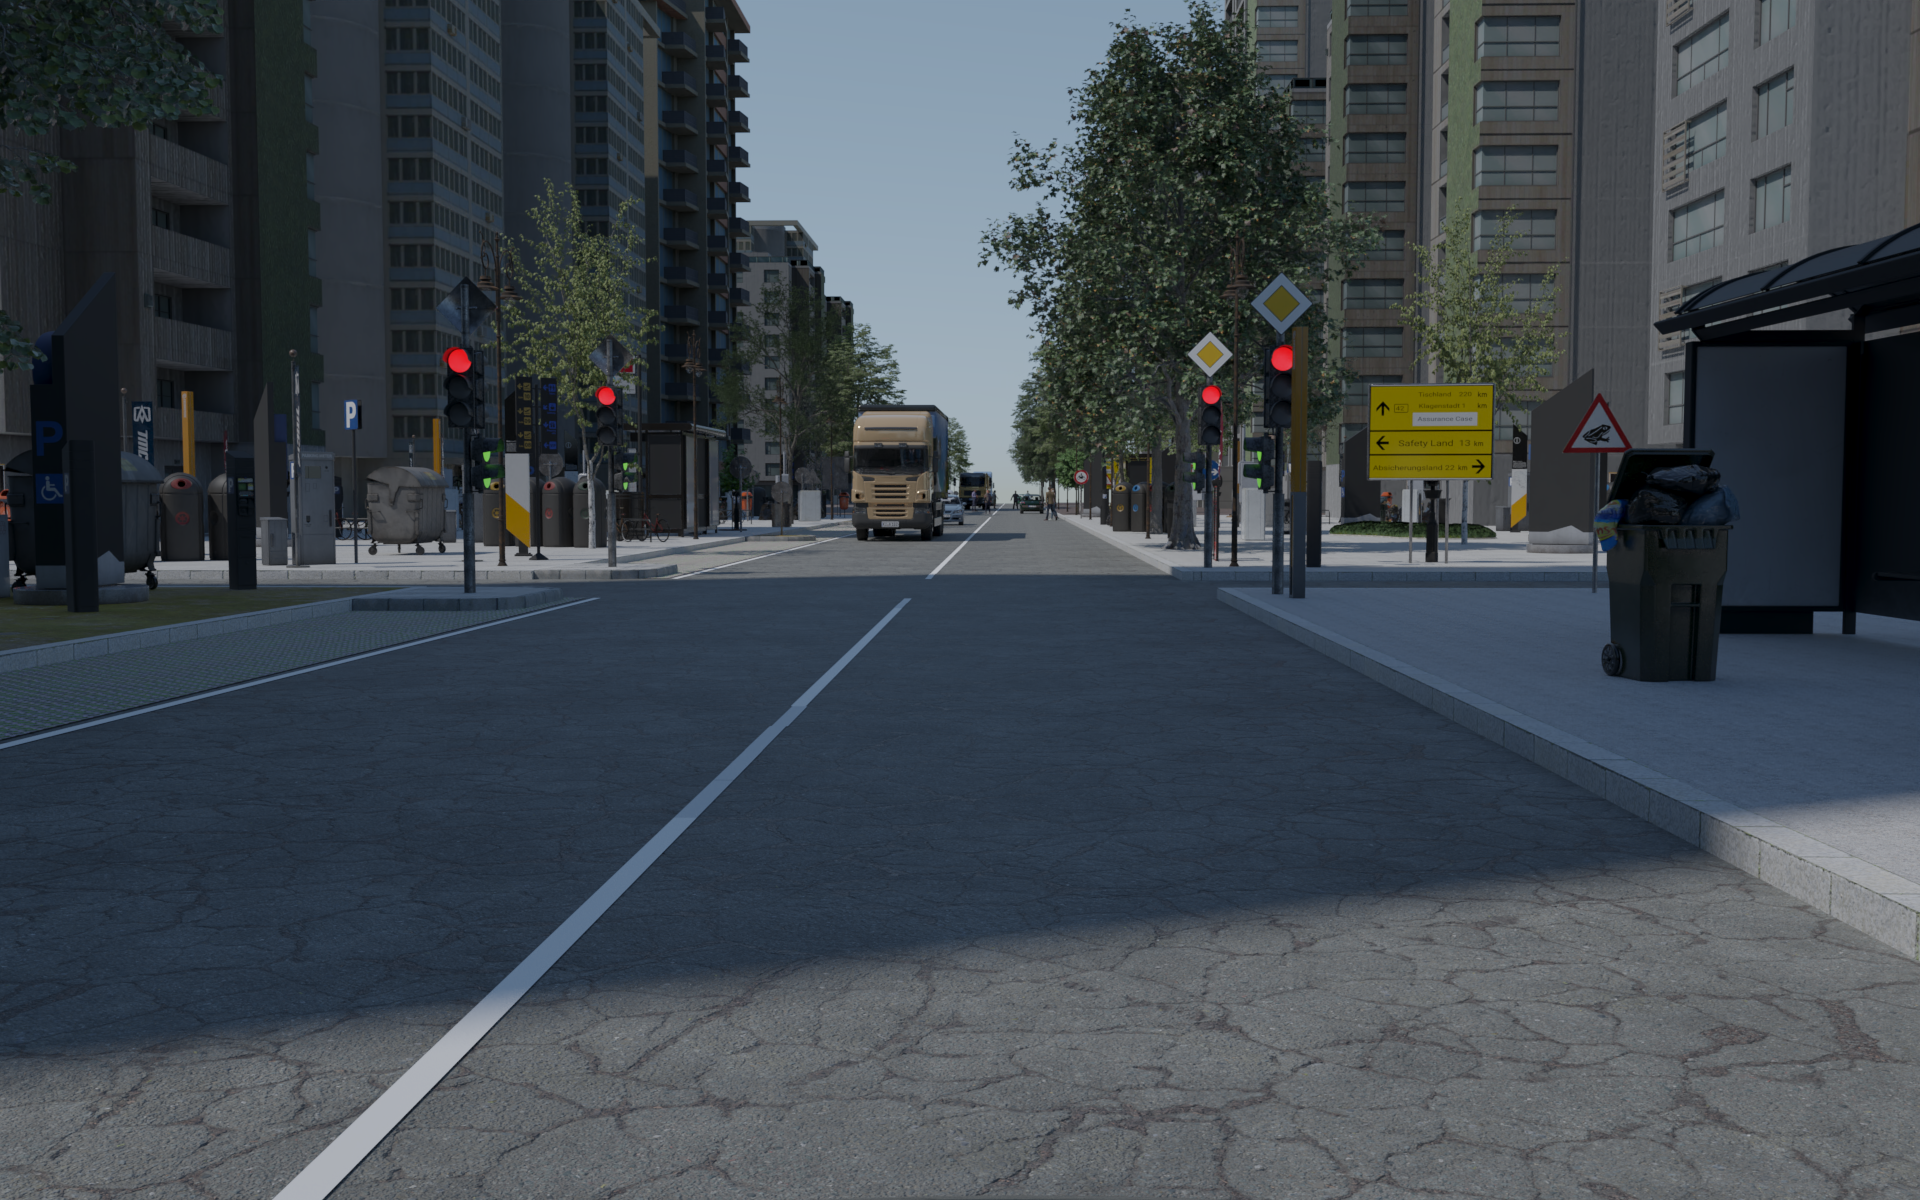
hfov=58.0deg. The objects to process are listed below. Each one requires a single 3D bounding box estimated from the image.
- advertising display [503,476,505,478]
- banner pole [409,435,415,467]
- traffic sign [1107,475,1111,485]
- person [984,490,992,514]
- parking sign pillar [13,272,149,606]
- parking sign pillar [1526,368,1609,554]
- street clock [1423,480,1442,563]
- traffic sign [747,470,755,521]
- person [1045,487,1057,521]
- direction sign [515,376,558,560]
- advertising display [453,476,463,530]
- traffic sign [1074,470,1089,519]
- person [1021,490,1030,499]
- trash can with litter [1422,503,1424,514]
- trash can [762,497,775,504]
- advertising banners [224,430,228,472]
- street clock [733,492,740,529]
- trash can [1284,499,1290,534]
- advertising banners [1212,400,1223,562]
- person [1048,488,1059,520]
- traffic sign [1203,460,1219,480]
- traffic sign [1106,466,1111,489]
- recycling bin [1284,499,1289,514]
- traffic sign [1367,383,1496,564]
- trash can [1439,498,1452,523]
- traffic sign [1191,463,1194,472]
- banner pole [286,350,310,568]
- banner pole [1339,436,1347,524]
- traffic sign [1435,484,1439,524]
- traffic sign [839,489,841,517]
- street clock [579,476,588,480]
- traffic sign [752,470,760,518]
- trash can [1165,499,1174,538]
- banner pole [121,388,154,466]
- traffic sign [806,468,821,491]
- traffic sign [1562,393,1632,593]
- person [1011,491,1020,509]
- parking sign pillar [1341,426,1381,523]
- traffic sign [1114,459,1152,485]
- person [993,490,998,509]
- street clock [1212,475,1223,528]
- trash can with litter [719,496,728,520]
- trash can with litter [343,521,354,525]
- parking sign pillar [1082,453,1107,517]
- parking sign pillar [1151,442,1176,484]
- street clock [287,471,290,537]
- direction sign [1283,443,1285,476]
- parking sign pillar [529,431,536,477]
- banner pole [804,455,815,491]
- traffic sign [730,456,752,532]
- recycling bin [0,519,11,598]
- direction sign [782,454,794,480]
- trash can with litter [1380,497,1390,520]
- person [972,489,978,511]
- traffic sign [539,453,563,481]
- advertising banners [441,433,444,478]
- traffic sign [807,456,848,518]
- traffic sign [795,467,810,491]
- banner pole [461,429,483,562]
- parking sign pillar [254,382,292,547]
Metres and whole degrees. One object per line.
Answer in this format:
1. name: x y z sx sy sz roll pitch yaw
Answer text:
1. advertising display: -16.662 -3.501 62.461 0.123 1.923 0.974 -3 5 -42
2. banner pole: -23.155 -5.093 73.283 0.401 3.779 0.863 0 4 2
3. traffic sign: 8.604 -6.267 102.474 0.884 2.594 0.081 0 4 4
4. person: 2.034 -7.087 124.907 0.617 1.759 0.750 0 4 -5
5. parking sign pillar: -10.452 -1.959 20.503 1.447 3.967 1.447 0 4 0
6. parking sign pillar: 13.136 -3.013 37.734 1.447 3.967 1.447 3 4 36
7. street clock: 8.872 -1.710 32.521 0.471 2.002 0.358 2 4 35
8. traffic sign: -9.966 -4.959 81.187 0.768 2.556 0.104 0 4 5
9. person: 4.931 -5.222 93.785 0.836 1.842 0.656 2 4 31
10. direction sign: -8.203 -2.546 33.618 0.876 3.537 0.379 -3 5 -42
11. advertising display: -17.590 -3.456 61.724 0.974 1.923 0.123 0 4 1
12. traffic sign: 6.332 -5.523 90.409 0.768 2.556 0.104 1 4 10
13. person: 7.120 -10.614 182.117 1.350 1.814 0.705 -1 4 -9
14. trash can with litter: 18.712 -3.697 71.830 1.055 1.170 0.624 2 4 26
15. trash can: -9.926 -4.787 89.920 0.748 1.137 0.748 0 3 0
16. advertising banners: -19.629 -3.091 46.723 0.090 3.025 2.074 -2 4 -32
17. street clock: -8.058 -3.538 62.411 0.358 2.002 0.471 -1 4 -8
18. trash can: 10.336 -2.663 55.191 0.748 1.137 0.748 0 3 0
19. advertising banners: 4.925 -2.263 33.192 0.090 3.025 2.074 0 4 5
20. person: 5.155 -5.275 95.340 0.643 1.750 0.593 0 4 -2
21. traffic sign: 9.358 -3.960 64.847 0.768 2.556 0.104 1 4 9
22. traffic sign: 9.069 -6.799 105.036 2.265 3.308 0.079 0 4 2
23. recycling bin: 14.861 -4.178 80.864 0.722 1.027 0.722 -3 5 -44
24. traffic sign: 8.652 -2.325 31.892 2.265 3.308 0.079 1 4 9
25. trash can: 16.298 -2.884 58.815 0.748 1.137 0.748 0 3 0
26. traffic sign: 8.112 -3.765 61.660 0.768 2.556 0.104 0 4 5
27. banner pole: -11.442 -2.440 29.915 0.401 3.779 0.863 -2 4 -28
28. banner pole: 16.351 -5.139 74.039 0.401 3.779 0.863 2 4 34
29. traffic sign: 9.236 -2.045 33.542 0.768 2.556 0.104 0 4 5
30. traffic sign: -6.749 -5.958 97.520 0.768 2.556 0.104 0 4 7
31. street clock: -14.928 -3.946 69.079 0.358 2.002 0.471 3 5 41
32. traffic sign: -10.998 -5.613 91.876 0.768 2.556 0.104 0 4 7
33. trash can: 6.024 -2.208 47.749 0.748 1.137 0.748 0 3 0
34. banner pole: -19.501 -3.119 41.020 0.863 3.779 0.401 -1 4 -11
35. traffic sign: -7.432 -5.340 87.308 0.884 2.594 0.081 0 4 7
36. traffic sign: 8.233 -1.370 22.397 0.884 2.594 0.081 0 4 8
37. person: 5.232 -9.430 163.235 0.990 1.755 0.434 1 4 18
38. parking sign pillar: 14.024 -4.409 60.562 1.447 3.967 1.447 0 4 -6
39. traffic sign: 9.795 -6.383 98.241 2.265 3.308 0.079 0 4 3
40. person: 3.416 -9.790 168.571 0.705 1.824 1.348 -1 4 -19
41. street clock: 9.761 -3.744 65.782 0.358 2.002 0.471 2 4 34
42. trash can with litter: -11.906 -4.553 85.830 0.624 1.170 1.055 -2 4 -26
43. trash can with litter: -26.314 -3.806 73.284 1.678 1.210 2.233 -2 4 -28
44. parking sign pillar: 7.452 -6.545 95.486 1.447 3.967 1.447 3 5 41
45. parking sign pillar: 10.149 -5.944 85.661 1.447 3.967 1.447 -1 4 -12
46. street clock: -20.224 -2.892 51.847 0.471 2.002 0.358 -2 4 -24
47. direction sign: 14.234 -5.170 76.533 0.379 3.537 0.876 1 4 22
48. parking sign pillar: -13.319 -3.920 52.559 1.447 3.967 1.447 -2 4 -35
49. banner pole: -8.877 -6.817 101.482 0.863 3.779 0.401 1 4 19
50. traffic sign: -7.352 -3.545 58.069 0.768 2.556 0.104 0 4 6
51. recycling bin: -12.184 -0.530 21.224 0.722 1.027 0.722 0 4 -1
52. direction sign: -9.801 -6.512 98.473 0.876 3.537 0.379 2 4 25
53. trash can with litter: 17.485 -3.750 72.704 1.055 1.170 0.624 -2 4 -25
54. person: 1.310 -8.242 143.127 0.599 1.838 0.709 2 4 31
55. traffic sign: -11.919 -3.076 50.397 0.768 2.556 0.104 0 4 4
56. advertising banners: -14.764 -3.247 49.273 0.090 3.025 2.074 -1 4 -12
57. traffic sign: -7.191 -6.115 93.847 2.265 3.308 0.079 1 4 8
58. traffic sign: -7.480 -5.022 82.208 0.768 2.556 0.104 1 4 10
59. banner pole: -9.255 -2.628 32.982 0.401 3.779 0.863 0 4 -1
60. parking sign pillar: -16.867 -3.296 42.365 1.447 3.967 1.447 -3 4 -36
